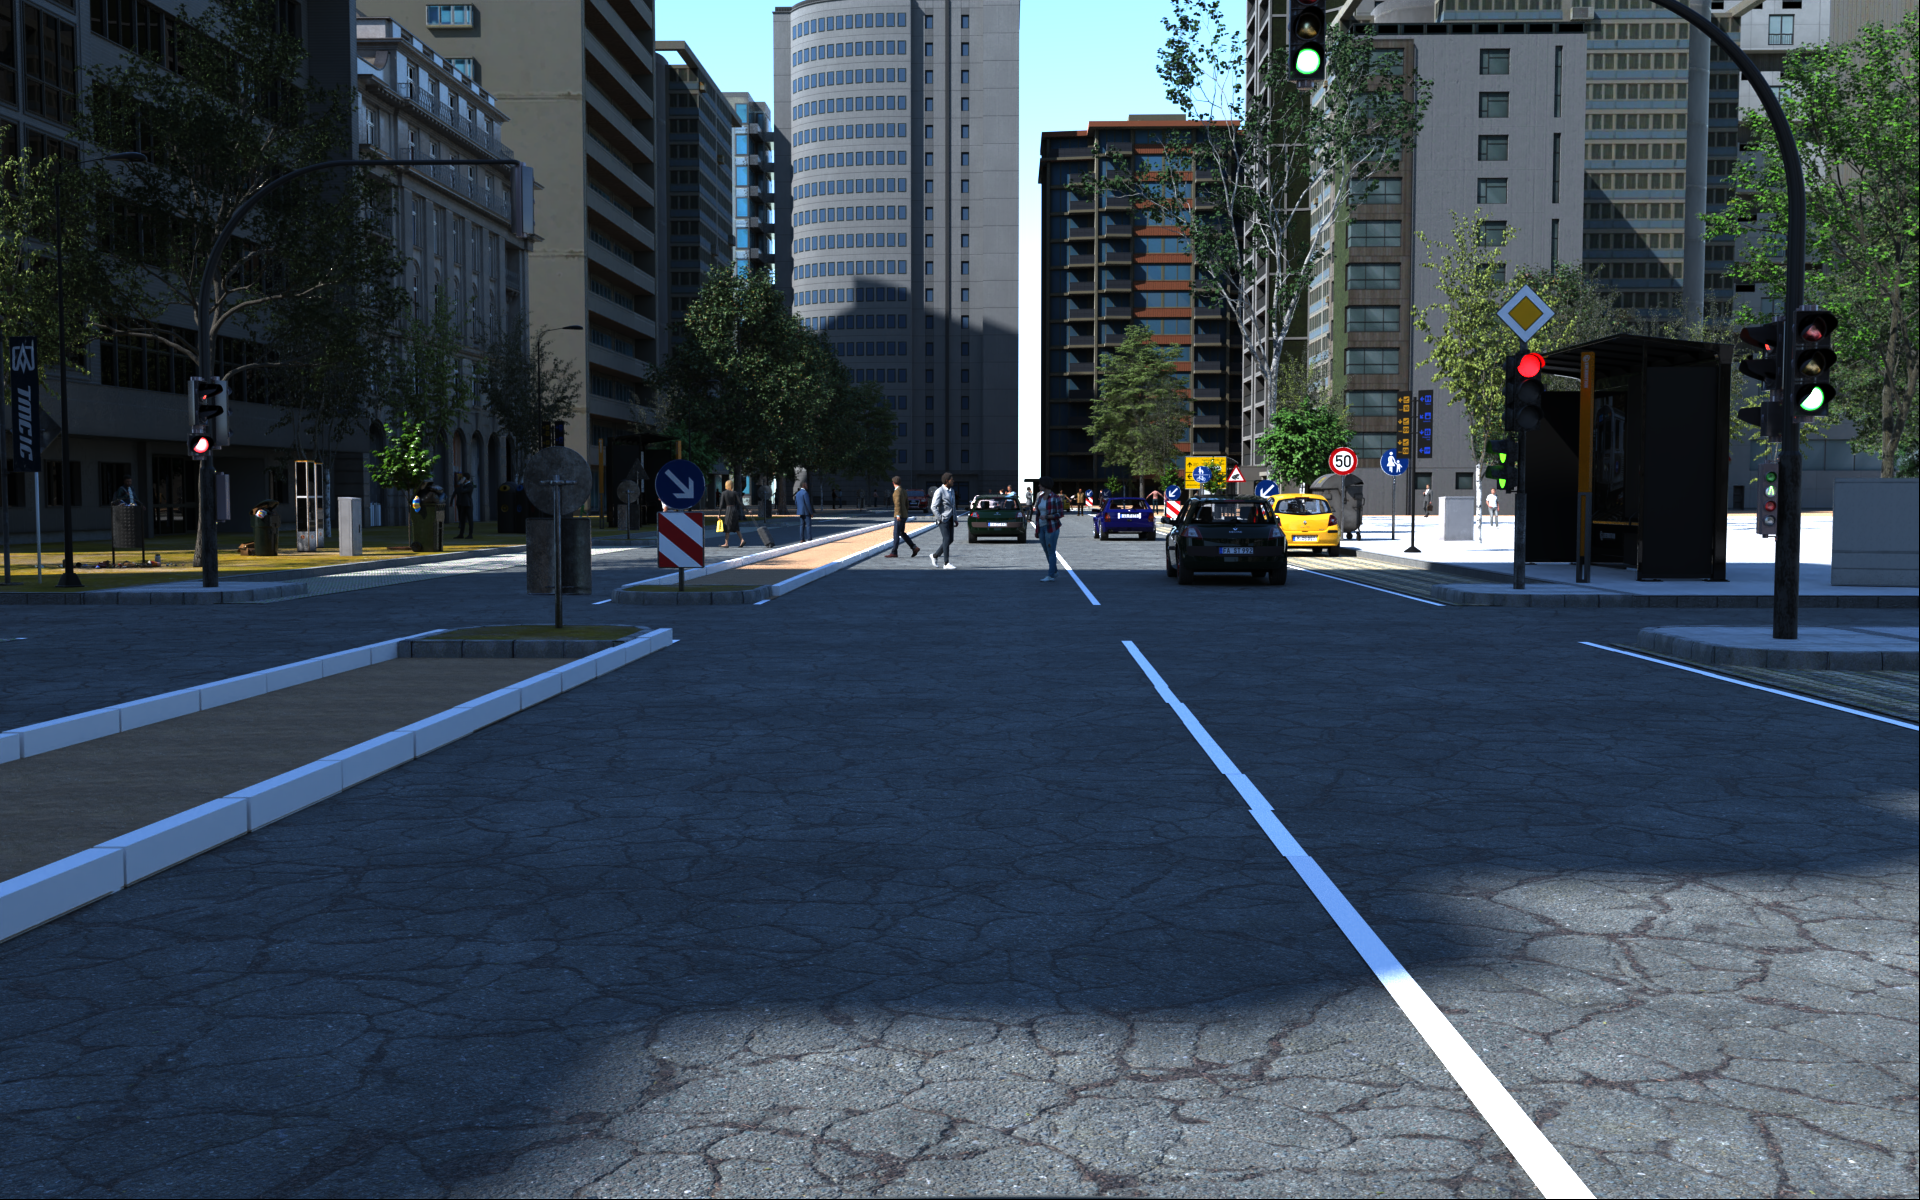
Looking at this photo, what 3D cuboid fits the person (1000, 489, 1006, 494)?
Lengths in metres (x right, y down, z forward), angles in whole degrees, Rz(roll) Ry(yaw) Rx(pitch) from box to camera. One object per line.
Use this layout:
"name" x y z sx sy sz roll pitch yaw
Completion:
"person" 2.494 -5.698 102.465 0.445 1.727 0.742 1 4 17

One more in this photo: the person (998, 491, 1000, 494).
"person" 3.801 -9.739 168.658 0.541 1.710 0.530 -3 5 -41

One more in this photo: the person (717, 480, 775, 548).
"person" -5.751 -2.291 46.177 1.509 1.804 0.699 1 4 11

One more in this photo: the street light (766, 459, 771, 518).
"street light" -9.826 -7.380 93.198 1.470 5.913 1.316 0 4 2

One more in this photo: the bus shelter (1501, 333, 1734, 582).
"bus shelter" 10.579 -2.271 28.410 1.731 3.624 6.357 0 4 2

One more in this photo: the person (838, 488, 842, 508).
"person" -11.011 -9.341 158.852 0.705 1.814 1.350 -1 4 -8

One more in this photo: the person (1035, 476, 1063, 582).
"person" 1.479 -1.165 28.389 0.643 1.720 0.563 -3 4 -36

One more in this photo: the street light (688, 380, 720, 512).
"street light" -10.465 -5.992 70.507 1.470 5.913 1.316 0 4 2

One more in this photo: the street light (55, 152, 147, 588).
"street light" -11.745 -3.129 23.700 1.470 5.913 1.316 0 4 2

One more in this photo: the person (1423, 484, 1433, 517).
"person" 25.640 -5.437 94.908 0.622 1.834 0.822 3 5 42

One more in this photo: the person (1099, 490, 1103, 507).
"person" 13.878 -9.933 169.256 0.445 1.727 0.742 2 4 32

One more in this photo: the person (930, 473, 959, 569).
"person" -0.339 -1.523 33.248 0.795 1.843 0.661 3 4 38

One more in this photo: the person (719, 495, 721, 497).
"person" -24.323 -10.325 178.044 1.217 1.736 0.721 0 4 7

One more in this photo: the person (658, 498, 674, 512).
"person" -6.602 -1.821 38.840 0.524 1.755 0.480 1 4 17

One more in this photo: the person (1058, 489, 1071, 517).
"person" 6.339 -6.058 108.272 1.217 1.735 0.721 0 4 -2

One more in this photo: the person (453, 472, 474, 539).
"person" -14.217 -2.709 49.701 0.474 1.900 0.648 -3 5 -41

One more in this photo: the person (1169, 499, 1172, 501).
"person" 12.529 -5.892 102.904 0.617 1.759 0.750 0 4 0

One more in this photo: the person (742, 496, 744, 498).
"person" -17.952 -8.131 139.701 1.217 1.743 0.721 -2 4 -33

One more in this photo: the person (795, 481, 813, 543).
"person" -4.493 -2.540 50.214 0.721 1.800 0.419 3 5 44

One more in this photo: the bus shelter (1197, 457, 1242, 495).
"bus shelter" 14.243 -6.249 96.093 2.014 3.302 5.546 0 4 2

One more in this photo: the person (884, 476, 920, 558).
"person" -1.322 -1.884 39.208 0.836 1.842 0.656 -1 4 -14

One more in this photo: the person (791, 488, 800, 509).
"person" -14.192 -8.946 152.400 1.348 1.812 0.705 0 4 -8

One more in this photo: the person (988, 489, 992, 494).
"person" 2.117 -6.862 121.249 0.990 1.755 0.434 1 4 14

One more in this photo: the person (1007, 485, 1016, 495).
"person" 2.106 -3.920 72.684 0.778 1.811 0.616 -3 5 -41

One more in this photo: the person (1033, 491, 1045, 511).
"person" 2.707 -2.940 56.970 0.661 1.777 0.834 2 4 30

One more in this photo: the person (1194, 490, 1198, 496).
"person" 24.343 -10.335 177.478 1.348 1.824 0.705 -2 4 -30

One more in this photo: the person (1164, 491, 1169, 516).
"person" 12.185 -5.797 101.508 0.721 1.739 1.217 1 4 21

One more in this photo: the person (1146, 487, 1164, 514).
"person" 12.351 -6.279 109.419 1.217 1.736 0.721 0 4 6

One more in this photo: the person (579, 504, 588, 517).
"person" -20.741 -5.202 95.343 0.590 1.304 0.306 -2 4 -26

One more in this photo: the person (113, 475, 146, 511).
"person" -21.491 -2.345 44.731 0.721 1.781 0.623 0 4 3

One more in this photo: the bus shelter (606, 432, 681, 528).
"bus shelter" -12.580 -4.761 69.126 1.731 3.624 6.357 0 4 2

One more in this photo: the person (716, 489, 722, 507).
"person" -24.289 -10.256 173.699 1.348 1.831 0.705 1 4 17

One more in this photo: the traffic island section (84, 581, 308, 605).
"traffic island section" -10.361 -0.099 23.905 2.009 0.180 2.903 0 4 2

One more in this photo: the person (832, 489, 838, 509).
"person" -10.657 -8.604 147.536 0.721 1.723 1.217 -2 4 -23

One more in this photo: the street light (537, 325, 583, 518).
"street light" -11.063 -4.604 47.816 1.470 5.913 1.316 0 4 2

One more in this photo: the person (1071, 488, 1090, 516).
"person" 7.909 -6.431 113.736 1.348 1.812 0.705 1 4 15

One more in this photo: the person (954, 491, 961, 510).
"person" -0.261 -9.140 158.761 0.721 1.723 1.217 2 4 35

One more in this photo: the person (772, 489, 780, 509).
"person" -15.399 -8.447 144.877 1.217 1.735 0.721 2 4 28

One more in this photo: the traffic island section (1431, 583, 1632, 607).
"traffic island section" 7.573 -0.068 23.395 2.009 0.180 2.903 0 4 2

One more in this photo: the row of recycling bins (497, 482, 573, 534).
"row of recycling bins" -13.799 -3.007 56.269 3.534 1.692 1.069 3 5 41

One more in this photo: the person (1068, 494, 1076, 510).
"person" 10.196 -8.867 156.657 0.799 1.438 0.628 -3 4 -39

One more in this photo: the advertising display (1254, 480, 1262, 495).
"advertising display" 13.853 -4.507 78.901 0.974 1.923 0.123 -1 4 -11

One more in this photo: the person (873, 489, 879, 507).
"person" -8.157 -9.912 168.815 0.721 1.736 1.217 -2 4 -25

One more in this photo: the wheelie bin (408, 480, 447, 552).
"wheelie bin" -11.787 -1.867 38.433 0.693 1.594 0.980 0 4 2

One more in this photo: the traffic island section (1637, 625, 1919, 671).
"traffic island section" 7.347 0.420 15.413 2.009 0.180 2.903 0 4 2

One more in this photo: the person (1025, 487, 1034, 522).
"person" 3.563 -4.868 88.278 0.473 1.802 0.592 2 4 27

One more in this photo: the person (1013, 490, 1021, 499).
"person" 5.050 -9.282 160.271 1.348 1.822 0.705 -2 4 -29

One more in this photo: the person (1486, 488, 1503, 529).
"person" 19.705 -3.379 63.878 0.503 1.515 0.523 -2 4 -34

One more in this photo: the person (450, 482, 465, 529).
"person" -18.428 -3.563 64.071 0.659 1.850 0.755 1 4 8
